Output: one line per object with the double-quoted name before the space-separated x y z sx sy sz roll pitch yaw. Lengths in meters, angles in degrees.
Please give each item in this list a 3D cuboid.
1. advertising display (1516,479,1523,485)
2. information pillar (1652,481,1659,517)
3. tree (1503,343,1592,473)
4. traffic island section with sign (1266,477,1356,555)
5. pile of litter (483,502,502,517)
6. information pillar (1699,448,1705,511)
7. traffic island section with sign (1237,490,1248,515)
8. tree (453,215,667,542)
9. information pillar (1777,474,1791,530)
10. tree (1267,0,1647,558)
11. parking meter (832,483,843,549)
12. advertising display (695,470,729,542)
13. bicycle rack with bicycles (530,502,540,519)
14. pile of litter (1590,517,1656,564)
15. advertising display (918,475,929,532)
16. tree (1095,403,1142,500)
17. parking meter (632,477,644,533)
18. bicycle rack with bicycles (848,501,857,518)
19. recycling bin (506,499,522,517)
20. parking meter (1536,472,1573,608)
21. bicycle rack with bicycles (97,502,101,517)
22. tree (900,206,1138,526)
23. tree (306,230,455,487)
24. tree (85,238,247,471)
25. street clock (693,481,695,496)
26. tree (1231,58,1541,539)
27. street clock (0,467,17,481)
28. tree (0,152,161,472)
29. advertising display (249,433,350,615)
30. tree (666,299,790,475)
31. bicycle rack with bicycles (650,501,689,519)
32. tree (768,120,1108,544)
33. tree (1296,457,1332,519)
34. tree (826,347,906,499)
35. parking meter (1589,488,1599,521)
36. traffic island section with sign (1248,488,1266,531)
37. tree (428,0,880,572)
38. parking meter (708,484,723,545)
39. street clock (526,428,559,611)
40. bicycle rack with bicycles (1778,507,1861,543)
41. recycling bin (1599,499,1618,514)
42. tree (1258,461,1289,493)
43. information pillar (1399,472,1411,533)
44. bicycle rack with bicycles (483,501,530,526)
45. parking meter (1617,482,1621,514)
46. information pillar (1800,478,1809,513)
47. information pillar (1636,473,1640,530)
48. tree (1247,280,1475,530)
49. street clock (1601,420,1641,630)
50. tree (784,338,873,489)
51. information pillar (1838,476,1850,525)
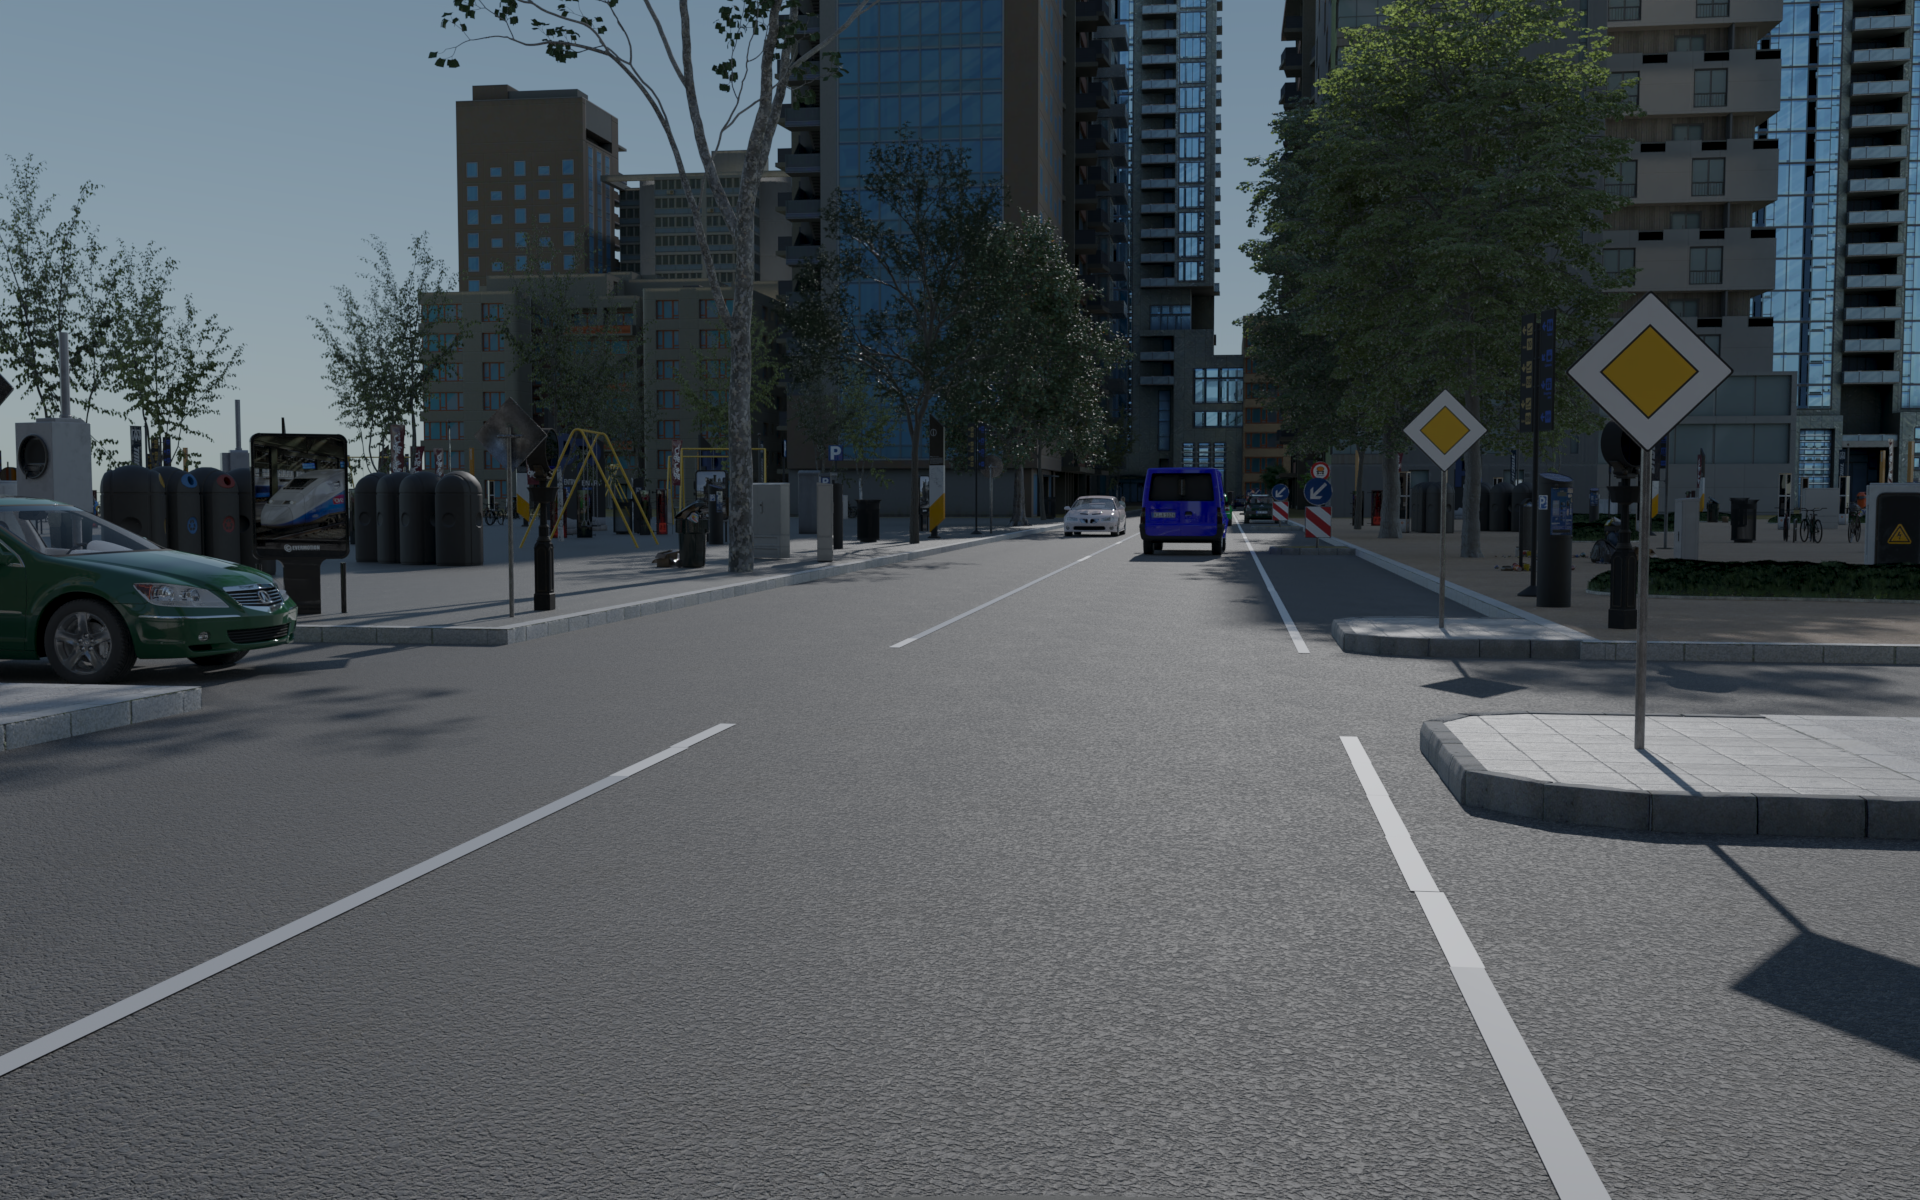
"advertising display" 24.590 -4.355 76.426 0.123 1.923 0.974 3 4 36
"information pillar" 25.894 -4.492 64.805 0.504 3.616 0.183 -1 4 -9
"tree" 28.181 -8.092 82.672 4.737 8.622 4.395 0 3 0
"traffic island section with sign" 8.461 -2.020 41.661 1.989 1.847 2.006 1 4 9
"pile of litter" -26.004 -5.048 96.500 1.719 0.858 1.176 2 4 26
"information pillar" 37.473 -5.879 87.477 0.183 3.616 0.504 0 4 2
"traffic island section with sign" 19.989 -6.668 117.650 1.989 1.847 2.006 1 4 9
"tree" -10.555 -5.884 46.559 4.360 8.622 3.978 0 3 0
"information pillar" 29.629 -3.532 62.240 0.304 2.012 0.304 -2 4 -32
"tree" 9.941 -7.129 34.685 7.486 12.596 7.792 0 3 0
"parking meter" -2.923 -1.963 40.500 0.372 1.533 0.369 0 3 0
"advertising display" -6.645 -2.521 46.426 0.974 1.923 0.123 2 4 23
"bicycle rack with bicycles" -22.304 -4.597 88.535 2.852 0.926 2.925 0 4 5
"pile of litter" 12.456 -1.117 32.224 1.719 0.858 1.176 -2 4 -25
"advertising display" -1.261 -3.323 59.543 0.123 1.923 0.974 1 4 19
"tree" 12.457 -11.582 139.723 4.737 8.622 4.395 0 3 0
"parking meter" -10.652 -3.156 57.318 0.399 1.863 0.255 -1 4 -11
"bicycle rack with bicycles" -6.234 -4.844 92.583 2.925 0.926 2.852 1 4 12
"recycling bin" -24.534 -5.079 95.588 0.722 1.027 0.722 2 4 24
"parking meter" 6.762 -0.690 19.686 0.372 1.533 0.369 0 3 0
"bicycle rack with bicycles" -46.988 -4.913 93.711 2.852 0.926 2.925 -3 5 -41
"tree" 2.321 -9.328 69.523 9.611 12.733 9.660 0 3 0
"tree" -15.412 -5.953 47.701 4.360 8.622 3.978 0 3 0
"tree" -23.170 -6.101 50.108 4.737 8.622 4.395 0 3 0
"street clock" -14.566 -5.569 95.617 0.358 2.002 0.471 -1 4 -16
"tree" 12.385 -8.753 49.771 9.857 13.997 8.962 0 3 0
"street clock" -25.222 -2.537 46.058 0.471 2.002 0.358 0 4 -5
"tree" -19.619 -5.338 37.632 4.360 8.622 3.978 0 3 0
"advertising display" -7.015 -0.808 18.427 0.974 1.923 0.123 -2 4 -28
"tree" -8.509 -6.998 64.775 4.737 8.622 4.395 0 3 0
"bicycle rack with bicycles" -15.216 -4.617 88.871 2.852 0.926 2.925 -1 4 -21
"tree" -1.373 -6.722 44.323 8.767 10.594 7.601 2 4 29
"tree" 18.237 -5.778 89.068 1.663 3.219 1.824 0 3 0
"tree" -4.786 -8.225 84.835 4.737 8.622 4.395 0 3 0
"parking meter" 25.710 -3.780 70.209 0.372 1.533 0.369 0 3 0
"traffic island section with sign" 12.500 -3.650 68.312 1.989 1.847 2.006 1 4 9
"tree" -4.047 -10.620 29.523 12.611 20.169 13.585 0 3 0
"parking meter" -6.221 -2.185 44.137 0.372 1.533 0.369 0 3 0
"street clock" -4.593 -0.889 19.098 0.358 2.002 0.471 0 4 5
"bicycle rack with bicycles" 23.009 -1.995 45.997 2.852 0.926 2.925 2 4 28
"recycling bin" 32.591 -4.556 87.043 0.722 1.027 0.722 -3 5 -39
"tree" 30.435 -11.220 167.165 4.285 4.588 4.351 0 3 0
"information pillar" 14.646 -3.218 57.114 0.304 2.012 0.304 2 4 35
"bicycle rack with bicycles" -19.864 -3.534 71.167 2.852 0.926 2.925 2 4 32
"parking meter" 31.765 -4.744 83.276 0.255 1.863 0.399 1 4 19
"information pillar" 37.853 -4.475 77.663 0.304 2.012 0.304 1 4 16
"information pillar" 21.278 -3.025 53.959 0.304 2.012 0.304 3 5 44
"tree" 14.262 -7.814 62.164 8.767 10.594 7.601 1 4 23
"street clock" 6.318 -0.727 16.457 0.471 2.002 0.358 -2 4 -30
"tree" -6.249 -7.865 78.948 4.360 8.622 3.978 0 3 0
"information pillar" 36.533 -4.103 71.584 0.304 2.012 0.304 -3 5 -43
